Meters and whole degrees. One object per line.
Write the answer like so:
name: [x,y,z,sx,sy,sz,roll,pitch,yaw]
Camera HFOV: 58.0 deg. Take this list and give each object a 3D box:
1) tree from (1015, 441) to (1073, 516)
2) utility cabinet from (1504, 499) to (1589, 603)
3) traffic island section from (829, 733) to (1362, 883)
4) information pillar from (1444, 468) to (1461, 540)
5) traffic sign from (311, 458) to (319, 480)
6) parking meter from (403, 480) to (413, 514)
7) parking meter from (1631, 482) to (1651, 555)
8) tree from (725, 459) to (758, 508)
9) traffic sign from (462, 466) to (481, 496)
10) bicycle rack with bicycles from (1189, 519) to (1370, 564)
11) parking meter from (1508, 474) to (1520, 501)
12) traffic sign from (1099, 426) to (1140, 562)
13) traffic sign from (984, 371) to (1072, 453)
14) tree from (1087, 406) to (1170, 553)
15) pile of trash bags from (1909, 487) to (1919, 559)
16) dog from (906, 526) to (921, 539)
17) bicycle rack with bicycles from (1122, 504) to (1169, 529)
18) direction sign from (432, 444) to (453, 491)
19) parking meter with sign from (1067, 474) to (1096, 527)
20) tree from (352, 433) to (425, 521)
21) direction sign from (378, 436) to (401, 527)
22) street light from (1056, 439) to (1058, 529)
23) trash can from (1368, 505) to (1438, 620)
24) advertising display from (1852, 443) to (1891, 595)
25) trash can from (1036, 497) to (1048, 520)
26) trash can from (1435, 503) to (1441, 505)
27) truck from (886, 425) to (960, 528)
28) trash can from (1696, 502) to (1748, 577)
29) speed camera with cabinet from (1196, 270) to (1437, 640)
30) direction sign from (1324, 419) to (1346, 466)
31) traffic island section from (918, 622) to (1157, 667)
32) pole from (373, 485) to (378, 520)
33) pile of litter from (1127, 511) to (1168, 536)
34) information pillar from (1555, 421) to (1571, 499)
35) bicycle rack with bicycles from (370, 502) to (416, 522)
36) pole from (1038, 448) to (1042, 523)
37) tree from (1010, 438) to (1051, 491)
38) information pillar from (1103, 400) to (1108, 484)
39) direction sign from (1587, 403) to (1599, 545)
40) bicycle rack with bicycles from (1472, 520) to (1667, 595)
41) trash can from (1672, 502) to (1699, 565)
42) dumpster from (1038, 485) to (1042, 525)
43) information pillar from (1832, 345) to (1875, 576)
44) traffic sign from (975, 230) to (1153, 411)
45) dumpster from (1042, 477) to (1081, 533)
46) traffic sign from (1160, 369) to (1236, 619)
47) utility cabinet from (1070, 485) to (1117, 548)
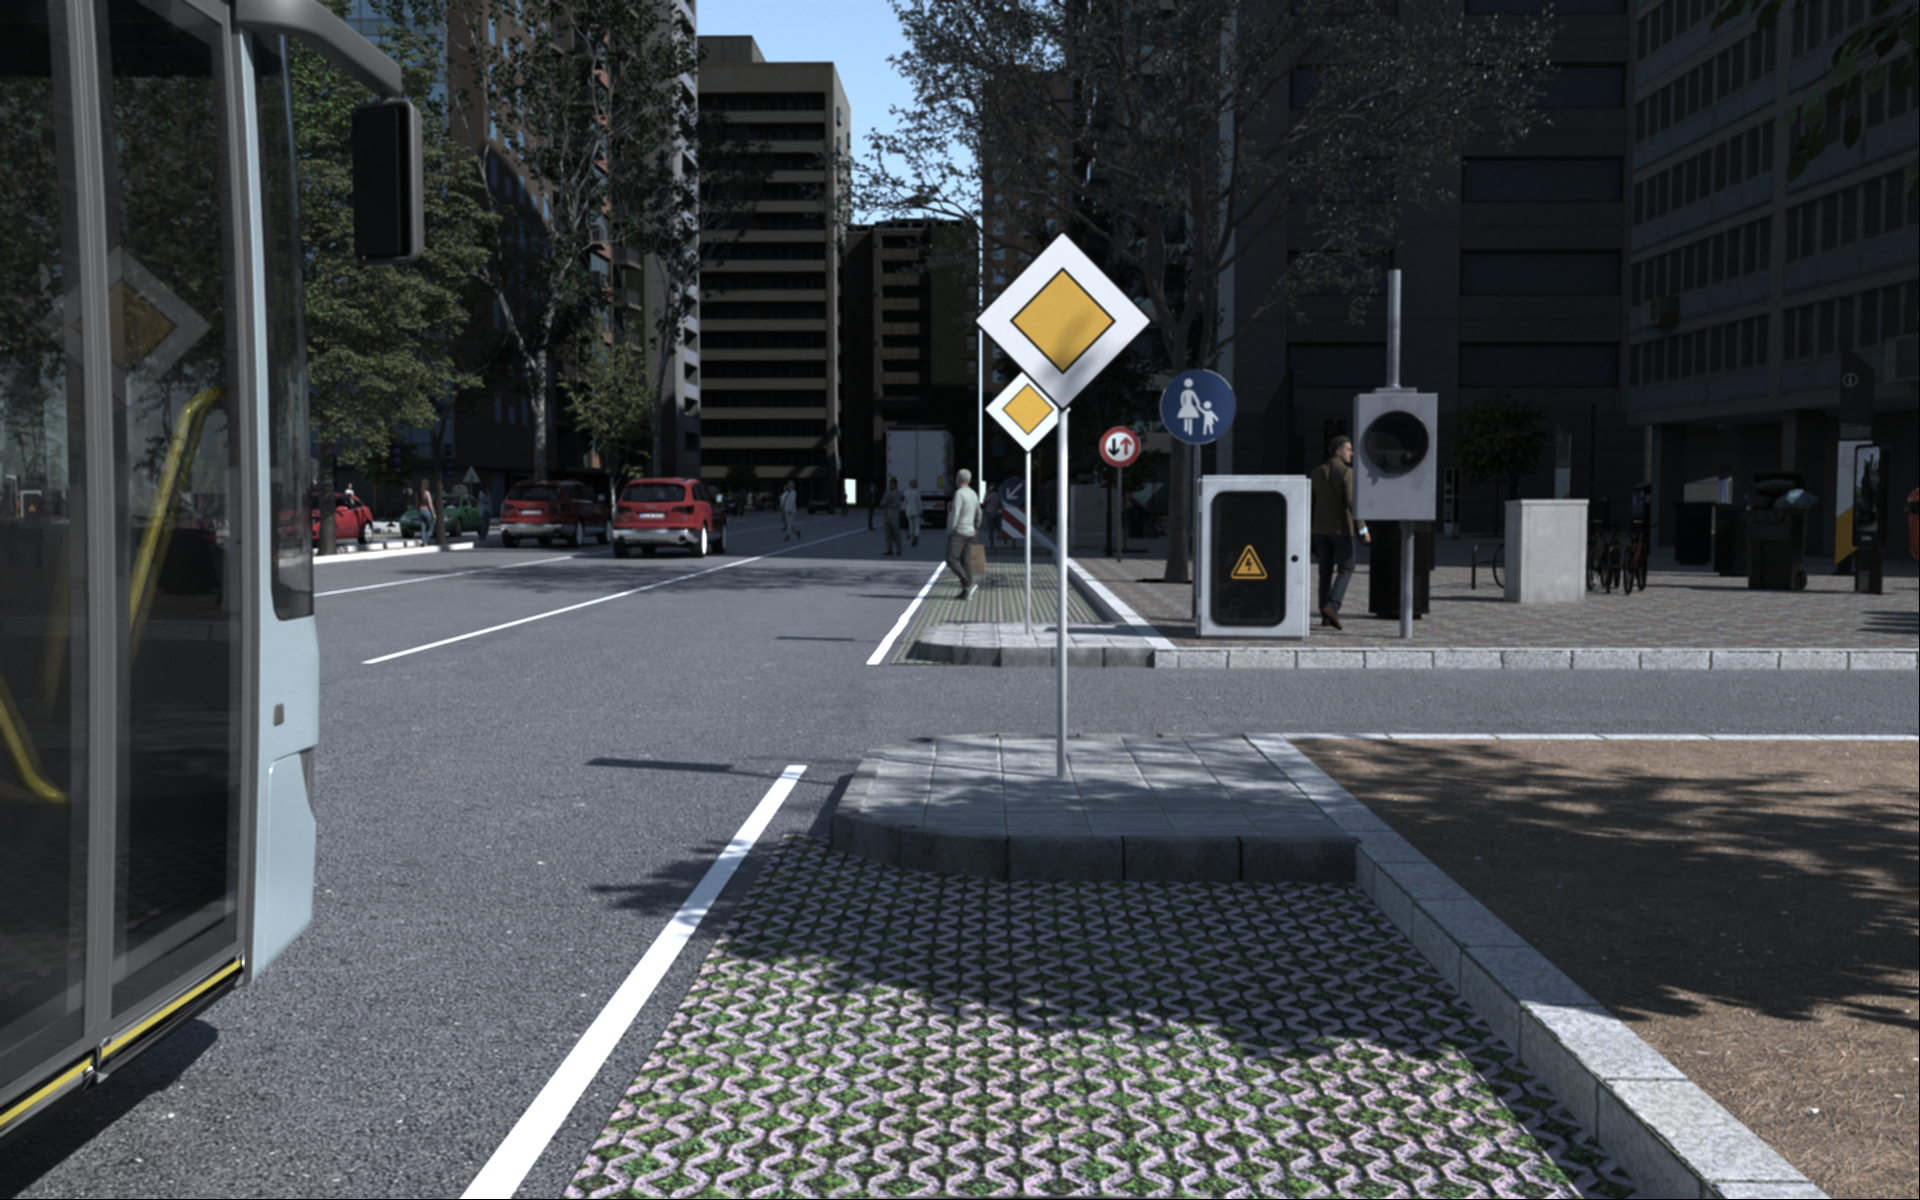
tree: [4.959,-7.252,102.277,4.285,4.588,4.351,0,3,0]
utility cabinet: [6.992,-0.583,20.687,1.020,1.237,0.306,-1,4,-23]
traffic island section: [0.499,0.885,7.807,2.009,0.180,2.903,0,4,1]
information pillar: [13.852,-2.706,48.733,0.304,2.012,0.304,-2,4,-33]
traffic sign: [-22.744,-3.702,60.627,0.768,2.556,0.104,0,4,3]
parking meter: [-22.840,-4.033,71.655,0.399,1.863,0.255,3,5,43]
parking meter: [14.322,-1.713,36.421,0.372,1.533,0.369,0,3,0]
tree: [-20.383,-10.856,161.202,4.285,4.588,4.351,0,3,0]
traffic sign: [-22.248,-4.823,78.863,0.884,2.594,0.081,0,4,8]
bicycle rack with bicycles: [6.107,-1.159,32.331,2.852,0.926,2.925,-3,4,-38]
parking meter: [15.831,-2.679,49.514,0.255,1.863,0.399,2,4,28]
traffic sign: [3.006,-1.988,32.612,0.768,2.556,0.104,0,4,4]
traffic sign: [0.634,-0.827,15.709,0.795,2.593,0.064,0,4,1]
tree: [3.547,-2.674,38.324,1.663,3.219,1.824,0,3,0]
pile of trash bags: [13.659,-0.778,22.465,3.447,1.369,1.912,-1,4,-20]
dog: [-1.486,-2.146,55.282,0.748,0.427,0.550,-2,4,-28]
bicycle rack with bicycles: [6.577,-3.165,65.129,2.925,0.926,2.852,1,4,23]
direction sign: [-23.540,-5.311,78.837,0.876,3.537,0.379,-1,4,-16]
parking meter with sign: [4.917,-4.354,67.449,1.738,3.016,0.543,0,4,3]
tree: [-27.380,-6.067,82.913,4.285,4.588,4.351,0,3,0]
direction sign: [-22.356,-4.645,67.935,0.876,3.537,0.379,0,4,-6]
street light: [3.571,-5.506,62.814,0.468,5.910,1.993,0,4,1]
trash can: [4.526,-0.378,17.831,0.748,1.137,0.748,0,3,0]
advertising display: [11.769,-1.051,22.392,0.123,1.923,0.974,1,4,10]
trash can: [4.131,-4.551,86.069,0.748,1.137,0.748,0,3,0]
trash can: [7.323,-0.989,27.824,0.748,1.137,0.748,0,3,0]
truck: [-1.565,-5.322,75.924,2.839,4.237,11.283,0,4,2]
trash can: [12.083,-0.937,26.972,0.748,1.137,0.748,0,3,0]
speed camera with cabinet: [3.128,-1.282,15.298,2.038,3.252,0.660,1,4,8]
direction sign: [11.388,-3.711,52.677,0.876,3.537,0.379,-2,4,-31]
traffic island section: [0.658,0.397,15.791,2.009,0.180,2.903,0,4,1]
pole: [-28.747,-5.581,85.097,0.158,3.312,0.155,0,3,0]
pile of litter: [5.750,-2.407,53.326,1.176,0.858,1.719,-2,4,-27]
information pillar: [19.347,-3.932,55.648,0.183,3.616,0.504,-3,5,-41]
bicycle rack with bicycles: [-25.487,-4.031,79.285,2.925,0.926,2.852,2,4,33]
pole: [3.548,-5.078,76.875,0.158,3.312,0.155,0,3,0]
tree: [6.928,-13.248,166.962,4.737,8.622,4.395,0,3,0]
information pillar: [3.648,-3.161,43.036,0.183,3.616,0.504,1,4,15]
direction sign: [15.859,-3.147,43.455,0.379,3.537,0.876,2,4,25]
bicycle rack with bicycles: [8.346,-0.623,23.561,2.852,0.926,2.925,3,4,37]
trash can: [13.257,-1.202,31.311,0.748,1.137,0.748,0,3,0]
dumpster: [3.923,-4.078,72.432,1.264,1.857,1.865,0,4,1]
information pillar: [13.954,-2.182,27.036,0.504,3.616,0.183,2,4,30]
traffic sign: [0.475,-0.339,7.725,0.795,2.593,0.064,0,4,1]
dumpster: [3.501,-3.213,58.288,1.264,1.857,1.865,0,4,1]
traffic sign: [2.424,-1.077,17.719,0.768,2.556,0.104,1,4,8]
utility cabinet: [3.208,-1.986,41.156,1.173,1.500,0.318,-1,4,-20]
